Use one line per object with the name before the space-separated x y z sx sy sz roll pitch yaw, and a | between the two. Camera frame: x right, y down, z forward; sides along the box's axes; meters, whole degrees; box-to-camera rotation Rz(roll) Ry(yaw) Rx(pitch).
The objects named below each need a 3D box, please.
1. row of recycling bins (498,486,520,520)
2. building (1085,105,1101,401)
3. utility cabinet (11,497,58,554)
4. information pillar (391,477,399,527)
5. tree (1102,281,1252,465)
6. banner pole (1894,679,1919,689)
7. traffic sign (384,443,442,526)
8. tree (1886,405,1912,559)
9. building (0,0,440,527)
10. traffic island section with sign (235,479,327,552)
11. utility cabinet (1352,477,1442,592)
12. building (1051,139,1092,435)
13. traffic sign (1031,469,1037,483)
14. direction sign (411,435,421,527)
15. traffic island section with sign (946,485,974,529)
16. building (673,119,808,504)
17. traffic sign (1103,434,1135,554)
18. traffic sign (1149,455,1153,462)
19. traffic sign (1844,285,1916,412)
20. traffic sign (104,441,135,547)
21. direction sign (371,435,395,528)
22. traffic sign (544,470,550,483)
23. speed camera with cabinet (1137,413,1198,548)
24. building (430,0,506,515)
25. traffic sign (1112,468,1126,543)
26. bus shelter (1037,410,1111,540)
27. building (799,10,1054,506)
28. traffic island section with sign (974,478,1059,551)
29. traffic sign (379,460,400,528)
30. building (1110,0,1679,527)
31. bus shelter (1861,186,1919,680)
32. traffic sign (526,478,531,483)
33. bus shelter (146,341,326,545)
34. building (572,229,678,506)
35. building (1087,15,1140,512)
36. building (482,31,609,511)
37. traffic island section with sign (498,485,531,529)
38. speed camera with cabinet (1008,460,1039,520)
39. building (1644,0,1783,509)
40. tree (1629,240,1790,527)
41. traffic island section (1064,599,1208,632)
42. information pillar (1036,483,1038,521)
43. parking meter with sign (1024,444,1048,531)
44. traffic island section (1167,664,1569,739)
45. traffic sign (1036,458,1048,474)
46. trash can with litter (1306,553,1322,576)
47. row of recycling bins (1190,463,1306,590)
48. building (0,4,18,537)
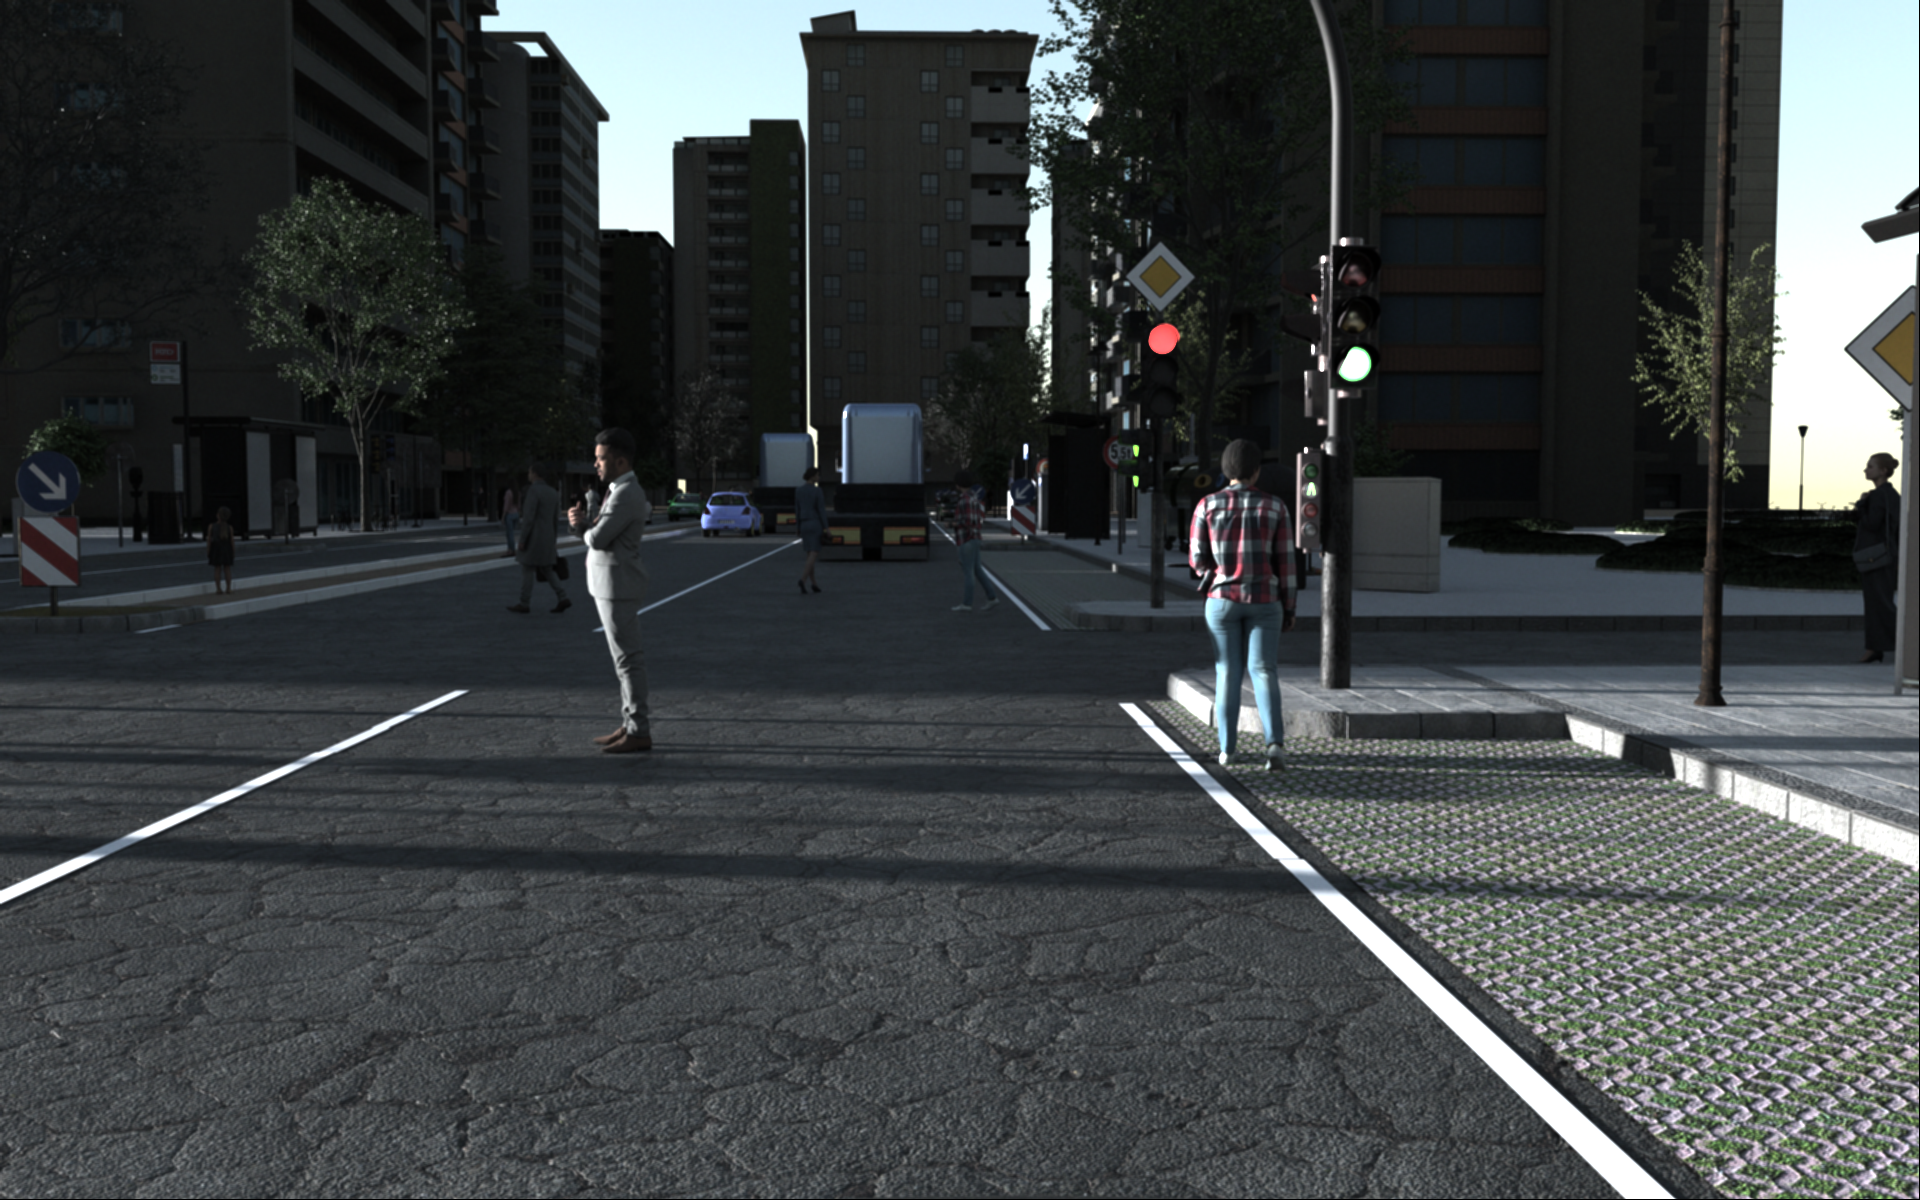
row of recycling bins | -22.410 -4.835 86.160 1.069 1.692 3.534 -1 4 -18
building | 24.330 -28.073 150.878 32.217 40.220 23.993 0 4 -2
utility cabinet | -19.503 -1.552 36.538 0.306 1.237 1.020 1 4 12
information pillar | -22.227 -3.884 67.991 0.304 2.012 0.304 0 4 1
tree | 7.025 -6.336 53.959 4.737 8.622 4.395 0 3 0
banner pole | 6.636 -1.318 11.560 0.863 3.779 0.401 -3 4 -36
traffic sign | -21.861 -4.609 69.226 2.265 3.308 0.079 0 3 0
tree | 22.203 -3.330 38.152 4.285 4.588 4.351 0 3 0
building | -37.005 -27.701 76.608 21.300 48.544 21.600 0 4 -2
traffic island section with sign | -17.068 -2.132 43.492 1.989 1.847 2.006 0 4 -2
utility cabinet | 5.751 -0.866 22.844 0.318 1.500 1.173 -3 5 -42
building | 17.687 -31.196 193.651 14.086 41.232 14.154 0 4 -2
traffic sign | 3.704 -4.926 80.643 0.768 2.556 0.104 0 4 1
direction sign | -20.941 -4.561 66.570 0.379 3.537 0.876 -1 4 -17
traffic island section with sign | 0.569 -3.816 71.024 1.989 1.847 2.006 0 4 -2
building | -24.232 -31.108 192.213 14.086 41.232 14.154 0 4 -2
traffic sign | 3.412 -2.247 36.845 0.768 2.556 0.104 0 4 -1
traffic sign | 4.718 -2.811 45.700 0.795 2.593 0.064 0 4 -1
traffic sign | 6.018 -0.688 10.976 0.795 2.593 0.064 0 4 7
traffic sign | -20.262 -2.547 41.757 0.768 2.556 0.104 0 4 5
direction sign | -22.089 -4.549 66.371 0.876 3.537 0.379 -2 4 -25
traffic sign | -21.396 -5.426 88.827 0.768 2.556 0.104 0 4 -1
speed camera with cabinet | 5.239 -2.912 41.943 2.038 3.252 0.660 -3 4 -36
building | -41.163 -27.670 107.033 22.147 44.769 28.867 0 4 -2
traffic sign | 4.281 -2.754 45.136 0.768 2.556 0.104 0 4 7
bus shelter | 3.379 -3.702 51.804 1.731 3.624 6.357 0 4 -2
building | -3.654 -37.276 198.697 27.495 52.752 28.713 0 4 -2
traffic island section with sign | 1.447 -2.169 44.084 1.989 1.847 2.006 0 4 -2
traffic sign | -21.311 -3.951 64.706 0.768 2.556 0.104 0 4 1
building | 18.740 -25.963 79.122 22.147 44.769 28.867 0 4 -2
bus shelter | 6.394 -0.831 7.515 2.014 3.302 5.546 0 4 -2
traffic sign | -20.865 -5.195 84.941 0.884 2.594 0.081 0 4 2
bus shelter | -20.188 -4.311 48.115 2.179 5.291 8.768 0 4 -2
building | -39.097 -25.691 191.750 14.107 30.474 14.160 0 4 -2
building | 21.009 -30.808 123.313 23.786 49.044 30.456 0 4 -2
building | -42.951 -27.734 145.339 23.993 40.220 32.217 0 4 -2
traffic island section with sign | -17.986 -3.874 71.967 1.989 1.847 2.006 0 4 -2
speed camera with cabinet | 3.390 -5.587 85.688 2.038 3.252 0.660 -2 4 -27
building | 57.525 -43.738 153.373 20.611 71.187 20.563 0 4 -2
tree | 21.346 -6.024 48.863 4.737 8.622 4.395 0 3 0
traffic island section | 2.244 0.170 19.498 2.009 0.180 2.903 0 4 -2
information pillar | 3.711 -4.709 81.482 0.304 2.012 0.304 0 4 4
parking meter with sign | 3.120 -3.910 60.185 1.738 3.016 0.543 -1 4 -14
traffic island section | 2.504 0.658 11.517 2.009 0.180 2.903 0 4 -2
traffic sign | 3.081 -3.737 61.198 0.768 2.556 0.104 0 4 2
trash can with litter | 5.142 -1.033 27.939 2.233 1.210 1.678 3 5 42
row of recycling bins | 4.104 -1.075 24.688 1.069 1.692 3.534 0 4 -6
building | -34.932 -24.057 43.447 14.600 45.320 14.200 0 4 -2
